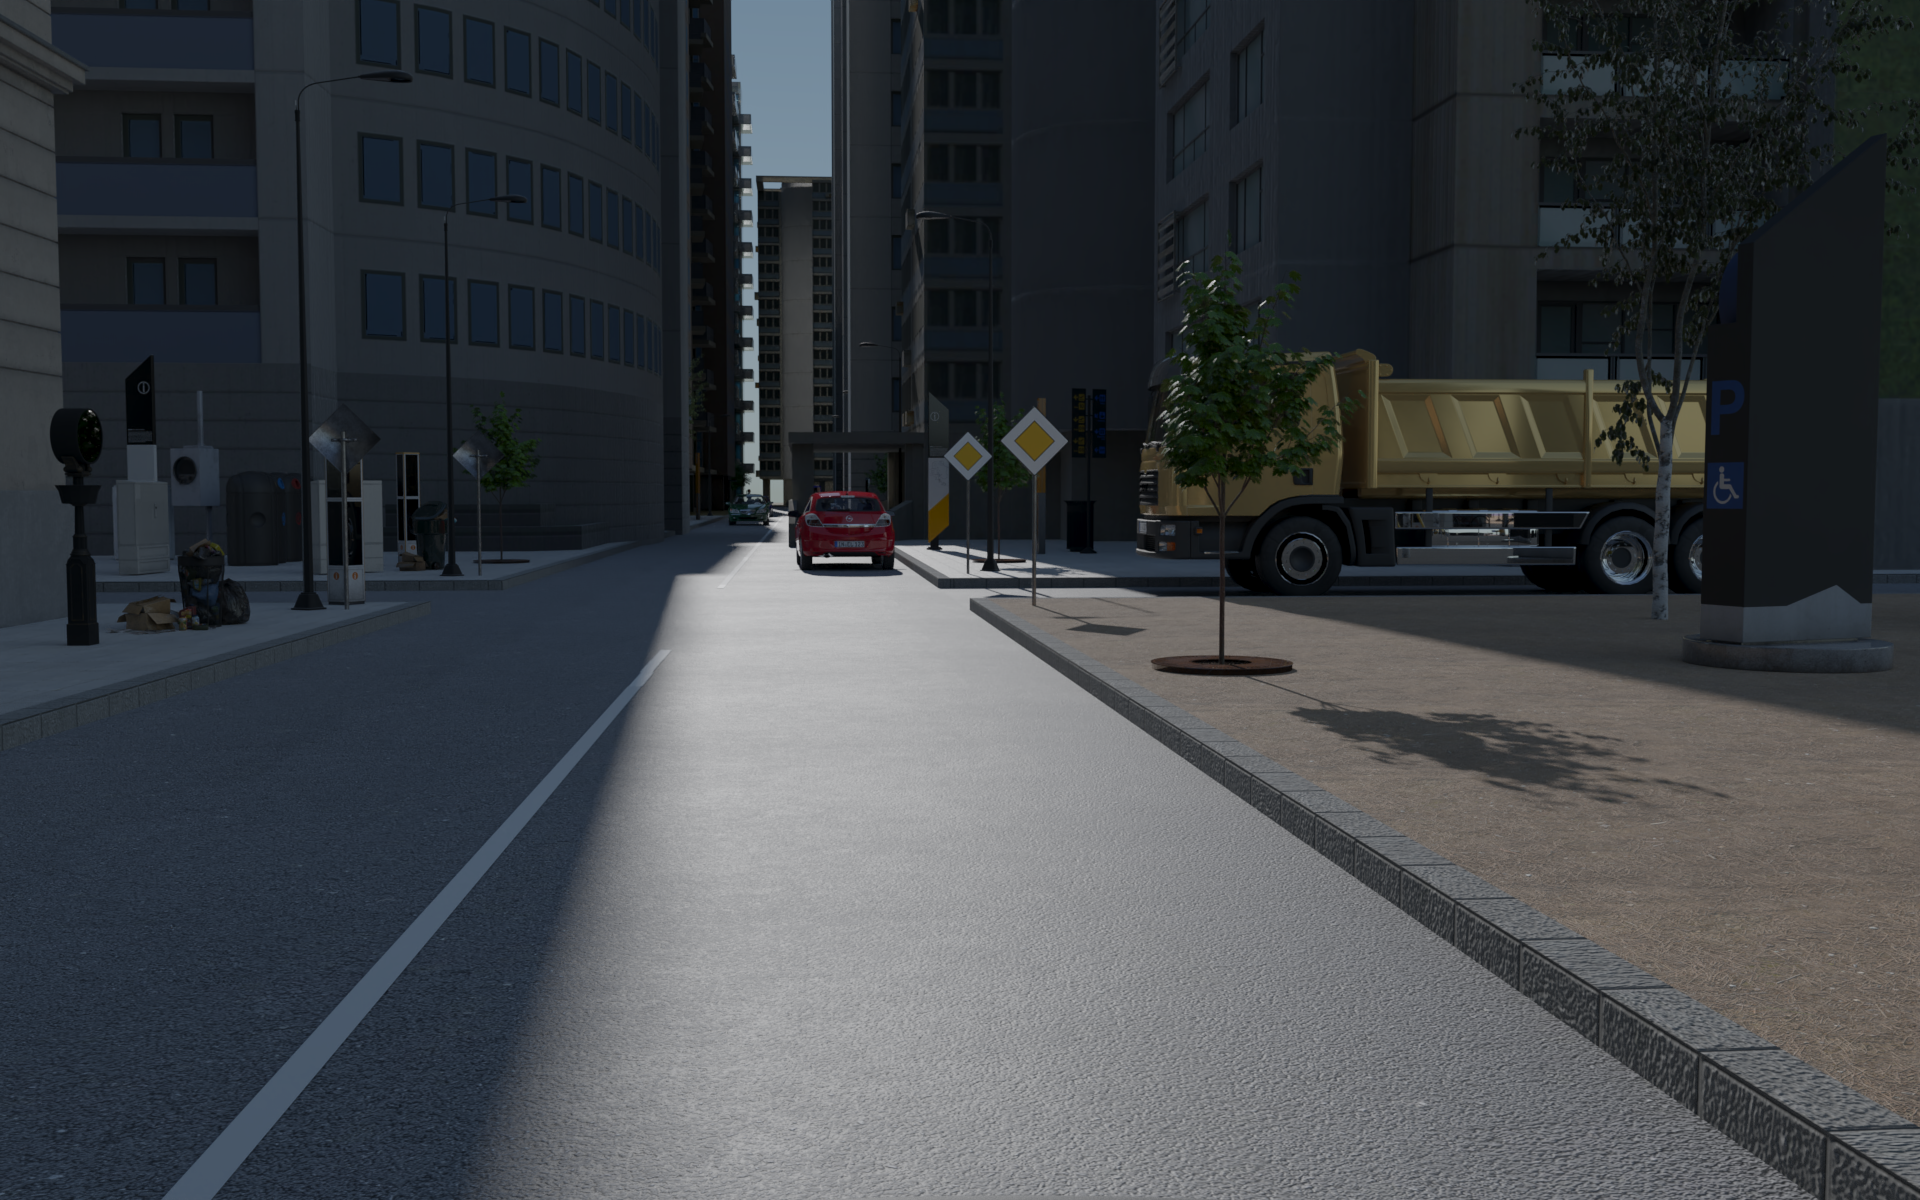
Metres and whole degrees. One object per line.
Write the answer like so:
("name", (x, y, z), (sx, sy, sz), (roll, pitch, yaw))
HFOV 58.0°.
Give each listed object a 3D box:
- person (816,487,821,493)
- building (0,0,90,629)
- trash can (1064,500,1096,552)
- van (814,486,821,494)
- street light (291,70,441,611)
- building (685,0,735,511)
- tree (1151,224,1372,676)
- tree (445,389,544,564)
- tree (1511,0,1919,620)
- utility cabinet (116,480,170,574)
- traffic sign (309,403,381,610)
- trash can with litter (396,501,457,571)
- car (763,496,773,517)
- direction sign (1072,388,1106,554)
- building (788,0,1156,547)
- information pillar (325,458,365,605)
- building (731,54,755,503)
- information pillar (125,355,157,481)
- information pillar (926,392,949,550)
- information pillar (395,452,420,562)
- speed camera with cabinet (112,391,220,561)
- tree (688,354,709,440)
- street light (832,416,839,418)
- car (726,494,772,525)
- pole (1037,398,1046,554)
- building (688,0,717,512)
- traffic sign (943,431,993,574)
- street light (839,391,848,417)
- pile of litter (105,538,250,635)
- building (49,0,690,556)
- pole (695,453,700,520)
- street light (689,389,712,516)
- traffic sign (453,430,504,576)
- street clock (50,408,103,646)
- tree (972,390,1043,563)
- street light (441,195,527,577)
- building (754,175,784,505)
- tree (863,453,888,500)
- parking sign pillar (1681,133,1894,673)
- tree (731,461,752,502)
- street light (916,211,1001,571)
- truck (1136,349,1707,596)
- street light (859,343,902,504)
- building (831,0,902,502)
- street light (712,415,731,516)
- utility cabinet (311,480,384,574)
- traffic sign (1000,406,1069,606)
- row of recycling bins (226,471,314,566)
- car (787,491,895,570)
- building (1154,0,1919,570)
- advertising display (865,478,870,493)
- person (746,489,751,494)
("person", (-7.863, -5.340, 95.912), (0.694, 1.812, 0.767), (1, 4, 12))
("building", (-19.840, -13.639, 10.383), (23.554, 28.519, 14.401), (0, 4, -5))
("trash can", (2.670, -1.641, 38.476), (0.748, 1.137, 0.748), (0, 3, 0))
("van", (-11.510, -7.799, 131.892), (2.240, 2.365, 5.245), (0, 4, -7))
("street light", (-6.691, -2.847, 19.093), (1.470, 5.913, 1.316), (0, 4, -5))
("building", (-25.110, -29.745, 136.448), (14.600, 45.320, 14.200), (0, 4, -5))
("tree", (1.864, -1.096, 12.526), (1.663, 3.219, 1.824), (0, 3, 0))
("tree", (-8.473, -2.296, 32.138), (1.663, 3.219, 1.824), (0, 3, 0))
("tree", (7.400, -4.111, 17.584), (4.360, 8.622, 3.978), (0, 3, 0))
("utility cabinet", (-13.067, -1.167, 27.752), (0.318, 1.500, 1.173), (0, 4, -1))
("traffic sign", (-6.816, -0.951, 19.197), (0.795, 2.450, 0.064), (0, 4, -5))
("trash can with litter", (-8.997, -1.086, 29.148), (0.624, 1.170, 1.055), (1, 4, 15))
("car", (-12.574, -5.831, 107.919), (1.945, 1.354, 3.894), (0, 4, -3))
("direction sign", (2.775, -2.771, 37.305), (0.876, 3.537, 0.379), (-2, 4, -30))
("building", (10.782, -22.142, 53.911), (32.217, 40.220, 23.993), (0, 4, -5))
("information pillar", (-7.131, -0.953, 20.074), (0.304, 2.012, 0.304), (2, 4, 27))
("building", (-38.538, -35.171, 194.650), (30.456, 49.044, 23.786), (0, 4, -5))
("information pillar", (-13.776, -2.315, 29.202), (0.504, 3.616, 0.183), (0, 4, 4))
("information pillar", (-0.507, -2.961, 39.770), (0.504, 3.616, 0.183), (-1, 4, -14))
("information pillar", (-9.781, -1.604, 30.721), (0.304, 2.012, 0.304), (-3, 5, -44))
("speed camera with cabinet", (-15.284, -2.383, 33.296), (2.038, 3.252, 0.660), (1, 4, 16))
("tree", (-12.737, -7.474, 72.555), (4.737, 8.622, 4.395), (0, 3, 0))
("street light", (-6.874, -7.955, 102.609), (1.470, 5.913, 1.316), (0, 4, -5))
("car", (-9.832, -4.222, 80.820), (2.131, 1.459, 4.920), (0, 4, -5))
("pole", (1.730, -2.633, 36.886), (0.158, 3.312, 0.155), (0, 3, 0))
("building", (-27.796, -28.135, 114.640), (22.147, 44.769, 28.867), (0, 4, -5))
("traffic sign", (0.126, -1.479, 27.824), (0.795, 2.450, 0.064), (0, 4, -5))
("street light", (-4.578, -6.448, 77.967), (1.470, 5.913, 1.316), (0, 4, -5))
("pile of litter", (-7.554, -0.166, 16.673), (1.176, 0.858, 1.719), (1, 4, 20))
("building", (-19.285, -30.956, 48.123), (21.231, 58.520, 28.212), (0, 4, -5))
("pole", (-13.005, -5.631, 85.913), (0.158, 3.312, 0.155), (0, 3, 0))
("street light", (-11.875, -6.362, 76.559), (1.470, 5.913, 1.316), (0, 4, -5))
("traffic sign", (-7.539, -1.438, 27.150), (0.795, 2.450, 0.064), (0, 4, -5))
("street clock", (-7.456, -0.618, 14.668), (0.358, 2.002, 0.471), (0, 4, -1))
("tree", (0.751, -2.309, 32.360), (1.663, 3.219, 1.824), (0, 3, 0))
("street light", (-7.414, -3.330, 26.979), (1.470, 5.913, 1.316), (0, 4, -5))
("building", (-11.650, -31.151, 201.196), (23.993, 40.220, 32.217), (0, 4, -5))
("tree", (-2.933, -4.660, 70.795), (1.663, 3.219, 1.824), (0, 3, 0))
("parking sign pillar", (6.236, -1.499, 12.974), (1.447, 3.967, 1.447), (-1, 4, -22))
("tree", (-19.972, -10.263, 151.507), (4.285, 4.588, 4.351), (0, 3, 0))
("street light", (-0.032, -3.434, 28.681), (1.470, 5.913, 1.316), (0, 4, -5))
("truck", (6.631, -1.752, 24.565), (9.791, 3.379, 3.469), (0, 4, -4))
("street light", (-2.384, -4.940, 53.317), (1.470, 5.913, 1.316), (0, 4, -5))
("building", (-1.661, -38.071, 164.455), (21.231, 58.520, 28.212), (0, 4, -5))
("street light", (-14.087, -7.870, 101.208), (1.470, 5.913, 1.316), (0, 4, -5))
("utility cabinet", (-9.900, -1.176, 27.914), (0.318, 1.500, 1.173), (2, 4, 35))
("traffic sign", (0.849, -0.993, 19.871), (0.795, 2.450, 0.064), (0, 4, -5))
("row of recycling bins", (-12.884, -1.547, 32.412), (1.069, 1.692, 3.534), (0, 4, -6))
("car", (-2.311, -1.537, 34.168), (2.155, 1.783, 4.494), (0, 4, -7))
("building", (12.145, -21.473, 34.686), (14.086, 41.232, 14.154), (0, 4, -5))
("advertising display", (-3.635, -3.855, 68.251), (0.123, 1.923, 0.974), (0, 4, 1))
("person", (-12.535, -5.774, 103.693), (0.721, 1.735, 1.217), (-1, 4, -14))
